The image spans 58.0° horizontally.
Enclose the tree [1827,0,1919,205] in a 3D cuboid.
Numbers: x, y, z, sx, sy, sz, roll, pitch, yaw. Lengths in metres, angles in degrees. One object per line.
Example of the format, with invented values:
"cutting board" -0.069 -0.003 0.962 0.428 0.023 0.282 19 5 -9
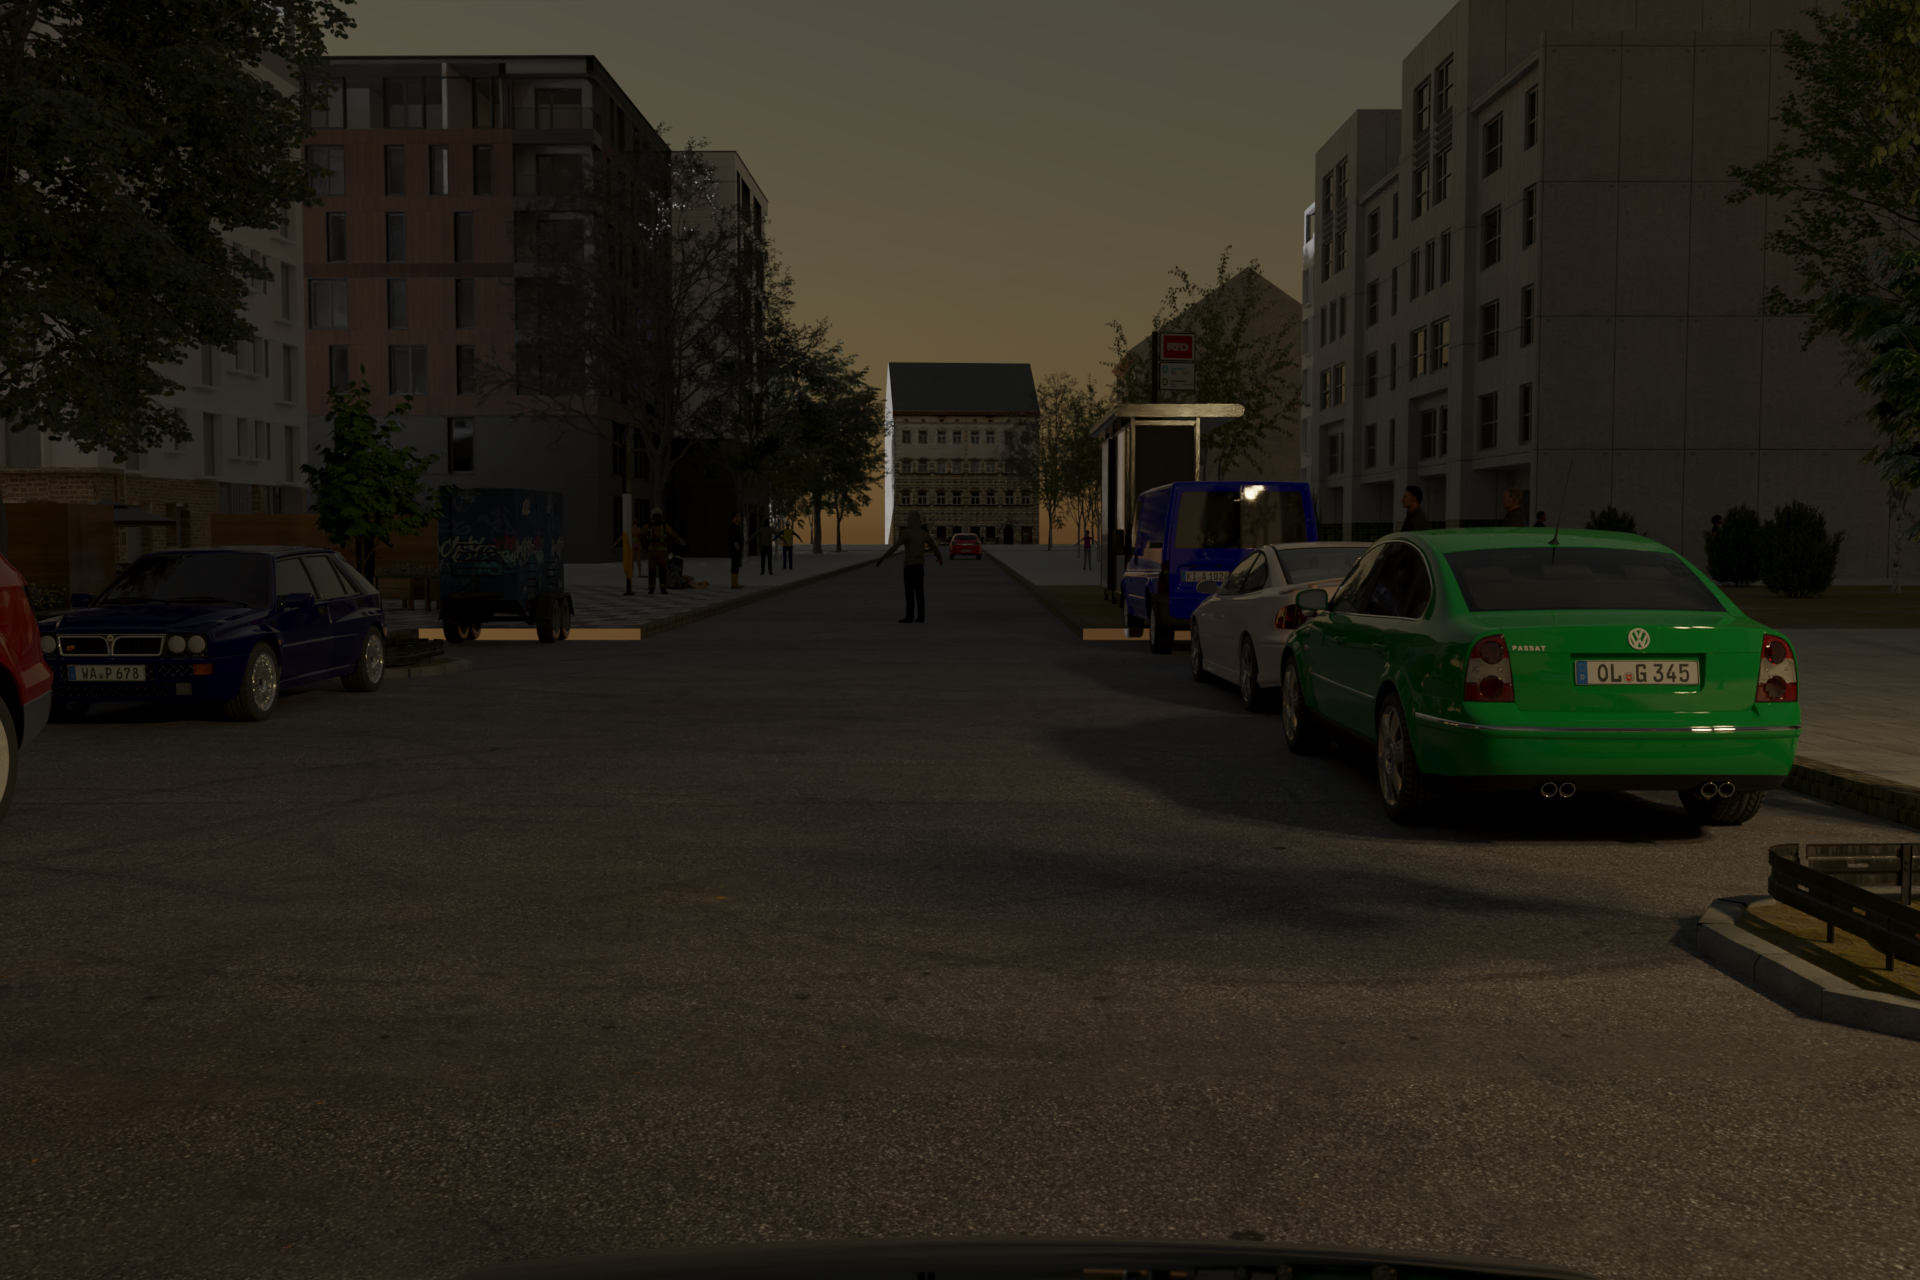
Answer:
"tree" 9.667 -3.965 15.184 4.737 8.622 4.395 0 3 0

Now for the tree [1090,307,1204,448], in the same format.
"tree" 6.103 -6.530 57.130 4.737 8.622 4.395 0 3 0

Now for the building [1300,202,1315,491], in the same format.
"building" 24.724 -14.814 98.636 16.016 20.090 11.380 0 4 0

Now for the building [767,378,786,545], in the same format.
"building" -25.362 -20.349 189.132 16.016 20.090 11.380 0 4 0

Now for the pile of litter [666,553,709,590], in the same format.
"pile of litter" -6.491 -1.644 40.848 1.176 0.858 1.719 0 4 -1

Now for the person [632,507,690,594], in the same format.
"person" -6.455 -1.906 36.928 1.354 1.858 0.705 -1 4 -13

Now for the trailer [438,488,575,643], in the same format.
"trailer" -6.019 -0.935 22.335 1.471 1.999 3.904 0 4 0

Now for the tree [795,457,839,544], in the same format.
"tree" -18.794 -17.860 217.763 9.928 11.665 9.643 0 3 0

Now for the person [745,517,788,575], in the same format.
"person" -6.097 -2.962 54.550 1.348 1.813 0.705 0 4 -5

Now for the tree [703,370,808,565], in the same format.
"tree" -9.238 -7.493 72.866 4.360 8.622 3.978 0 3 0

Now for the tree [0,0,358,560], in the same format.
"tree" -12.301 -7.019 21.417 9.857 13.997 8.962 0 3 0

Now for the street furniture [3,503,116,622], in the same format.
"street furniture" -16.936 -1.149 25.638 9.812 1.723 11.010 0 4 -7

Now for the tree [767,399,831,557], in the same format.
"tree" -9.288 -8.830 94.730 4.360 8.622 3.978 0 3 0

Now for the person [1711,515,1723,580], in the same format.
"person" 21.326 -2.604 48.722 0.704 1.843 1.345 2 4 30

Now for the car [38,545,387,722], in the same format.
"car" -6.169 -0.114 14.443 1.945 1.354 3.894 0 4 0

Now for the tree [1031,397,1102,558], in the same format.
"tree" 6.506 -8.699 92.591 4.360 8.622 3.978 0 3 0

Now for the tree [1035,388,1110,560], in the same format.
"tree" 6.486 -8.356 86.989 4.360 8.622 3.978 0 3 0

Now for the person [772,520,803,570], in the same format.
"person" -6.193 -3.395 61.978 1.216 1.772 0.721 -1 4 -21

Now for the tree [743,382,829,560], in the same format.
"tree" -8.799 -8.202 84.461 4.737 8.622 4.395 0 3 0

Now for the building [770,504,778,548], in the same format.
"building" -22.282 -13.910 169.570 9.099 9.664 28.070 0 4 0

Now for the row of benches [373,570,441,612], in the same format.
"row of benches" -8.325 -0.807 28.656 4.104 0.672 1.422 3 4 38

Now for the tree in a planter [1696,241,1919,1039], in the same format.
"tree in a planter" 3.537 -0.506 5.502 1.991 3.239 1.994 0 4 0

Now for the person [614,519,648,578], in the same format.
"person" -9.565 -2.697 50.893 1.217 1.733 0.721 -2 4 -27

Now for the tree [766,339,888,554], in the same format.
"tree" -9.433 -12.612 112.859 9.857 13.997 8.962 0 3 0

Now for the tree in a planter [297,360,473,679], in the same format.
"tree in a planter" -6.224 -1.270 17.994 1.991 3.239 1.994 0 4 1

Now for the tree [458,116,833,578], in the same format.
"tree" -8.862 -8.583 50.709 12.009 13.543 11.850 0 3 0

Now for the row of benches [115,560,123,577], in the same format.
"row of benches" -21.287 -1.600 41.617 1.422 0.672 4.104 0 4 -2

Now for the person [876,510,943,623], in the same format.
"person" -0.762 -1.187 28.000 1.348 1.813 0.705 -3 5 -40

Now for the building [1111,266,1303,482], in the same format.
"building" 23.718 -19.624 151.778 19.493 23.208 18.063 0 4 0

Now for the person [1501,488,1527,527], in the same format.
"person" 6.301 -0.837 19.865 0.705 1.807 1.348 1 4 22

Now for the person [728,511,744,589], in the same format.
"person" -5.258 -2.120 40.796 0.704 1.812 1.346 0 4 -3

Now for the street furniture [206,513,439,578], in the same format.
"street furniture" -13.450 -1.998 39.518 11.010 1.723 9.812 -2 4 -26

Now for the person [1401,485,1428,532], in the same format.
"person" 4.993 -0.805 19.228 0.705 1.821 1.348 1 4 10

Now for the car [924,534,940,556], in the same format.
"car" -2.331 -6.398 114.835 2.015 1.641 3.980 0 4 1

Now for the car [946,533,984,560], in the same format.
"car" 0.297 -5.463 98.362 2.155 1.783 4.494 0 4 -1

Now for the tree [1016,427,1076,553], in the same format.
"tree" 6.119 -10.282 118.478 4.737 8.622 4.395 0 3 0

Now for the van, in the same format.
"van" 3.218 -1.096 22.305 2.240 2.365 5.245 0 4 0

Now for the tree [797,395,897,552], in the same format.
"tree" -8.525 -12.078 123.235 9.928 11.665 9.643 0 3 0

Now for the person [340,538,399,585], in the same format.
"person" -11.565 -1.701 33.745 1.347 1.837 0.705 1 4 19

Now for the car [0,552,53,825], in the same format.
"car" -5.486 0.141 6.367 2.281 1.827 5.304 0 4 0

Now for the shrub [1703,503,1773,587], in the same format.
"shrub" 18.963 -2.330 42.140 1.661 2.075 1.752 0 3 0

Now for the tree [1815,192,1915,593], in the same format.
"tree" 20.278 -5.343 37.720 4.360 8.622 3.978 0 3 0

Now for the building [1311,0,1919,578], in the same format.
"building" 24.873 -12.154 65.174 16.747 18.905 31.486 0 3 0

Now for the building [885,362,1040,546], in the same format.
"building" -0.080 -23.685 220.631 18.063 23.208 19.493 0 4 -5

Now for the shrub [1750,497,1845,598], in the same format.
"shrub" 16.874 -1.865 34.915 1.690 2.028 1.600 0 3 0

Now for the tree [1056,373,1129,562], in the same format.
"tree" 6.670 -7.944 80.240 4.737 8.622 4.395 0 3 0

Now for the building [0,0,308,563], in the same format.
"building" -28.387 -11.779 49.000 16.016 20.090 11.380 0 4 -1

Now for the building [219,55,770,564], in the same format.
"building" -25.896 -15.089 90.683 27.936 21.610 32.646 0 4 1

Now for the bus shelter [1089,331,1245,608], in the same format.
"bus shelter" 3.587 -3.332 32.115 2.179 5.291 8.768 0 4 1

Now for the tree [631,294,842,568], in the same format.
"tree" -8.545 -8.042 65.899 8.767 10.594 7.601 0 4 2

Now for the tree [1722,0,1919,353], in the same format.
"tree" 16.551 -6.232 27.656 9.928 11.665 9.643 0 3 0

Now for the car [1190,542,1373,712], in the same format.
"car" 3.209 -0.182 15.333 2.083 1.381 4.827 0 4 -1

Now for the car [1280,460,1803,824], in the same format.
"car" 3.020 -0.069 9.922 1.959 1.807 4.718 0 4 0

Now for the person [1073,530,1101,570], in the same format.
"person" 4.561 -3.229 62.056 0.991 1.433 0.599 0 4 -1

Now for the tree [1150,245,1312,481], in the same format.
"tree" 6.802 -5.804 45.254 4.737 8.622 4.395 0 3 0

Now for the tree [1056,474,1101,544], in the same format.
"tree" 16.428 -18.664 215.523 12.009 13.543 11.850 0 3 0

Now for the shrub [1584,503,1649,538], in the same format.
"shrub" 15.352 -2.227 40.835 1.690 2.028 1.600 0 3 0

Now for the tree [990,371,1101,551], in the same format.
"tree" 6.850 -13.385 129.215 12.009 13.543 11.850 0 3 0

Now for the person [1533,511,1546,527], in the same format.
"person" 13.224 -2.028 39.390 0.704 1.802 1.346 0 4 -5

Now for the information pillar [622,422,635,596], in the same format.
"information pillar" -6.897 -2.724 35.892 0.183 3.616 0.504 0 4 1
